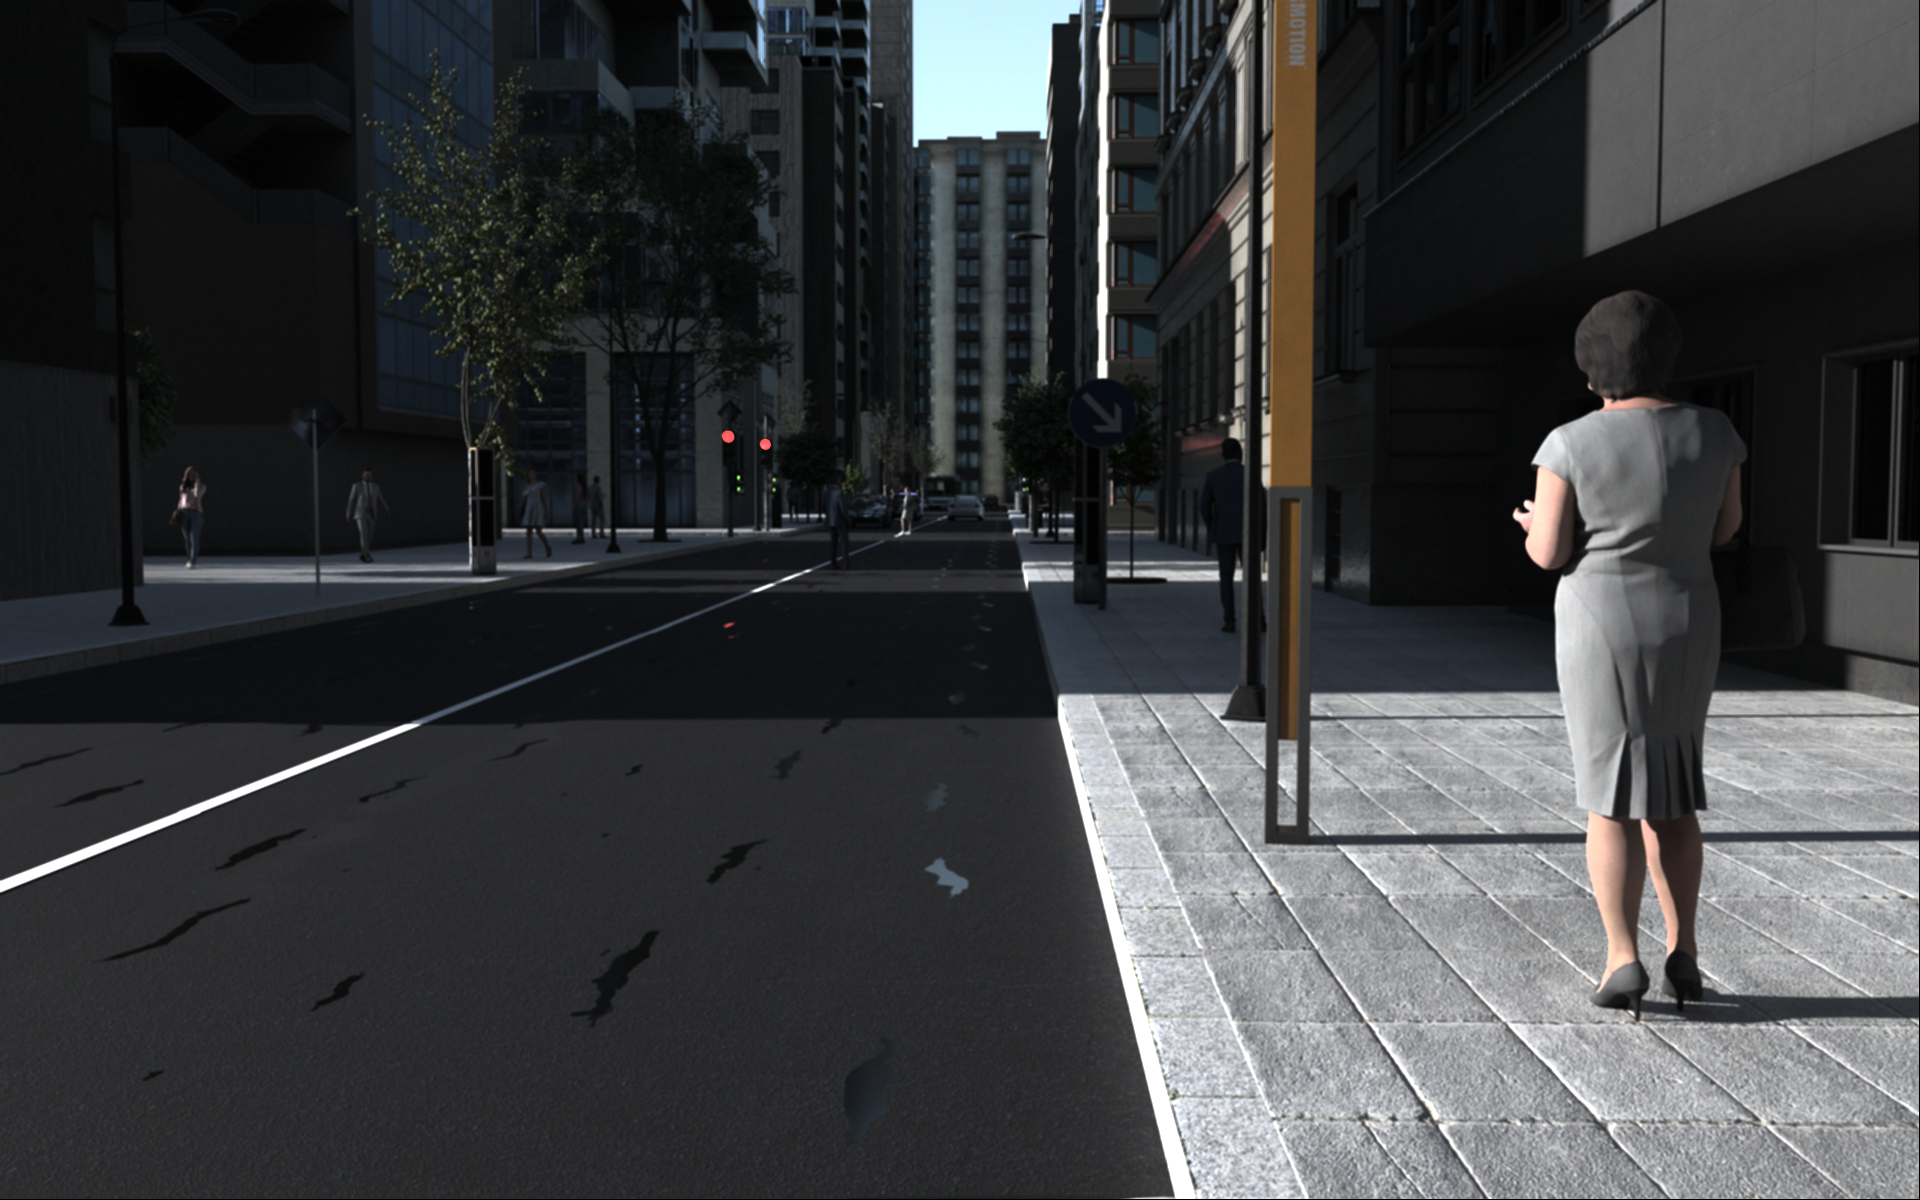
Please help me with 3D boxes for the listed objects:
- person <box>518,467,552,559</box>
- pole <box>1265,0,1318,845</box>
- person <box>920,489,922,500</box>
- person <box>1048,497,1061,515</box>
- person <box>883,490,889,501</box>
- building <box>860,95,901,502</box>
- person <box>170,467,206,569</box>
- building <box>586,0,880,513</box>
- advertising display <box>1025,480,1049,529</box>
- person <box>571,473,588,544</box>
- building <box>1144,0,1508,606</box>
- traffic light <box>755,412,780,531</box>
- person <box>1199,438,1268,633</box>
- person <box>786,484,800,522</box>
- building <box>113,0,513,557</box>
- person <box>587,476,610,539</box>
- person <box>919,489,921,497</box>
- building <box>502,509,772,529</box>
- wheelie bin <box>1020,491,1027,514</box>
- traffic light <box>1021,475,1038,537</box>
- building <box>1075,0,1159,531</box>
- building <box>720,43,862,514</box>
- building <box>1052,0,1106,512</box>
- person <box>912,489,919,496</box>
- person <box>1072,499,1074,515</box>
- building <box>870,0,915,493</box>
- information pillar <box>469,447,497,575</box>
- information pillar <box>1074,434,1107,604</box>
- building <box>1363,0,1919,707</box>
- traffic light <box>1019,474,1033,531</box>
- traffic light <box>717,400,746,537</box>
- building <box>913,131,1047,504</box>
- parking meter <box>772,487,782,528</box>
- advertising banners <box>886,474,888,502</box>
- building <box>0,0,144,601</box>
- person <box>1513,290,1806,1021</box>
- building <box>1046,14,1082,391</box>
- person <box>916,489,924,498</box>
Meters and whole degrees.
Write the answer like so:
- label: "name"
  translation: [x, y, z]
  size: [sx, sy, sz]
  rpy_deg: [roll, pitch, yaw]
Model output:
- label: "person"
  translation: [-8.490, -1.735, 34.498]
  size: [0.616, 1.811, 0.778]
  rpy_deg: [2, 4, 24]
- label: "pole"
  translation: [1.210, -0.763, 6.311]
  size: [0.158, 3.312, 0.155]
  rpy_deg: [0, 3, 0]
- label: "person"
  translation: [-4.386, -11.820, 199.265]
  size: [0.705, 1.831, 1.348]
  rpy_deg: [0, 4, -5]
- label: "person"
  translation: [5.260, -5.374, 99.400]
  size: [0.738, 1.151, 1.012]
  rpy_deg: [-2, 4, -24]
- label: "person"
  translation: [-6.304, -8.616, 148.382]
  size: [0.415, 1.643, 0.593]
  rpy_deg: [3, 4, 37]
- label: "building"
  translation: [-13.414, -29.936, 173.041]
  size: [14.154, 41.232, 14.086]
  rpy_deg: [0, 4, 1]
- label: "person"
  translation: [-13.296, -1.426, 29.946]
  size: [0.593, 1.750, 0.643]
  rpy_deg: [0, 4, 3]
- label: "building"
  translation: [-17.819, -51.163, 149.191]
  size: [22.319, 86.520, 31.000]
  rpy_deg: [0, 4, 1]
- label: "advertising display"
  translation: [2.901, -3.625, 64.489]
  size: [0.974, 1.923, 0.123]
  rpy_deg: [1, 4, 14]
- label: "person"
  translation: [-9.777, -2.357, 44.596]
  size: [0.388, 1.821, 0.555]
  rpy_deg: [1, 4, 10]
- label: "building"
  translation: [12.322, -12.228, 33.208]
  size: [16.112, 22.955, 30.059]
  rpy_deg: [0, 4, 1]
- label: "traffic light"
  translation: [-6.623, -4.319, 59.531]
  size: [0.839, 4.253, 0.868]
  rpy_deg: [0, 4, 1]
- label: "person"
  translation: [2.583, -0.602, 16.074]
  size: [0.721, 1.800, 0.419]
  rpy_deg: [0, 4, 6]
- label: "person"
  translation: [-7.657, -4.500, 79.465]
  size: [0.661, 1.843, 0.795]
  rpy_deg: [0, 4, 6]
- label: "building"
  translation: [-19.861, -23.933, 41.413]
  size: [14.200, 45.320, 14.600]
  rpy_deg: [0, 4, 1]
- label: "person"
  translation: [-10.496, -2.686, 50.052]
  size: [0.635, 1.810, 0.391]
  rpy_deg: [2, 4, 28]
- label: "person"
  translation: [-4.565, -11.359, 191.390]
  size: [0.705, 1.869, 1.348]
  rpy_deg: [1, 4, 17]
- label: "building"
  translation: [-19.496, -46.742, 76.908]
  size: [22.319, 86.520, 31.000]
  rpy_deg: [0, 4, 1]
- label: "wheelie bin"
  translation: [4.182, -6.267, 110.380]
  size: [0.693, 1.594, 0.980]
  rpy_deg: [0, 4, 7]
- label: "traffic light"
  translation: [2.233, -3.817, 51.336]
  size: [0.839, 4.253, 0.868]
  rpy_deg: [0, 4, 1]
- label: "building"
  translation: [19.864, -13.929, 72.784]
  size: [28.899, 21.520, 27.650]
  rpy_deg: [0, 4, 1]
- label: "building"
  translation: [-14.113, -20.999, 115.040]
  size: [14.160, 30.474, 14.107]
  rpy_deg: [0, 4, 1]
- label: "building"
  translation: [17.055, -49.184, 116.829]
  size: [22.319, 86.520, 31.000]
  rpy_deg: [0, 4, 1]
- label: "person"
  translation: [-4.660, -10.329, 174.909]
  size: [1.348, 1.826, 0.705]
  rpy_deg: [2, 4, 29]
- label: "person"
  translation: [6.955, -5.912, 103.101]
  size: [0.834, 1.777, 0.661]
  rpy_deg: [-2, 4, -30]
- label: "building"
  translation: [-16.012, -46.429, 197.371]
  size: [20.611, 71.187, 20.563]
  rpy_deg: [0, 4, 1]
- label: "information pillar"
  translation: [-7.552, -1.403, 27.429]
  size: [0.304, 2.012, 0.304]
  rpy_deg: [-3, 4, -36]
- label: "information pillar"
  translation: [1.529, -0.966, 20.290]
  size: [0.304, 2.012, 0.304]
  rpy_deg: [-1, 4, -20]
- label: "building"
  translation: [11.005, -13.002, 6.098]
  size: [14.314, 27.812, 24.014]
  rpy_deg: [0, 4, 1]
- label: "traffic light"
  translation: [2.435, -4.306, 59.319]
  size: [0.839, 4.253, 0.868]
  rpy_deg: [0, 4, 1]
- label: "traffic light"
  translation: [-6.825, -3.830, 51.549]
  size: [0.839, 4.253, 0.868]
  rpy_deg: [0, 4, 1]
- label: "building"
  translation: [7.625, -37.411, 231.285]
  size: [30.456, 49.044, 23.786]
  rpy_deg: [0, 4, 1]
- label: "parking meter"
  translation: [-6.910, -3.480, 65.316]
  size: [0.372, 1.533, 0.369]
  rpy_deg: [0, 3, 0]
- label: "advertising banners"
  translation: [-5.133, -7.738, 122.710]
  size: [0.090, 3.025, 2.074]
  rpy_deg: [0, 4, 0]
- label: "building"
  translation: [-18.571, -14.975, 16.550]
  size: [14.160, 30.474, 14.107]
  rpy_deg: [0, 4, 1]
- label: "person"
  translation: [1.747, 0.125, 4.361]
  size: [0.716, 1.782, 0.532]
  rpy_deg: [0, 4, -1]
- label: "building"
  translation: [19.517, -33.573, 172.618]
  size: [21.300, 48.544, 21.600]
  rpy_deg: [0, 4, 1]
- label: "person"
  translation: [-4.539, -11.059, 186.956]
  size: [1.348, 1.812, 0.705]
  rpy_deg: [-1, 4, -19]
